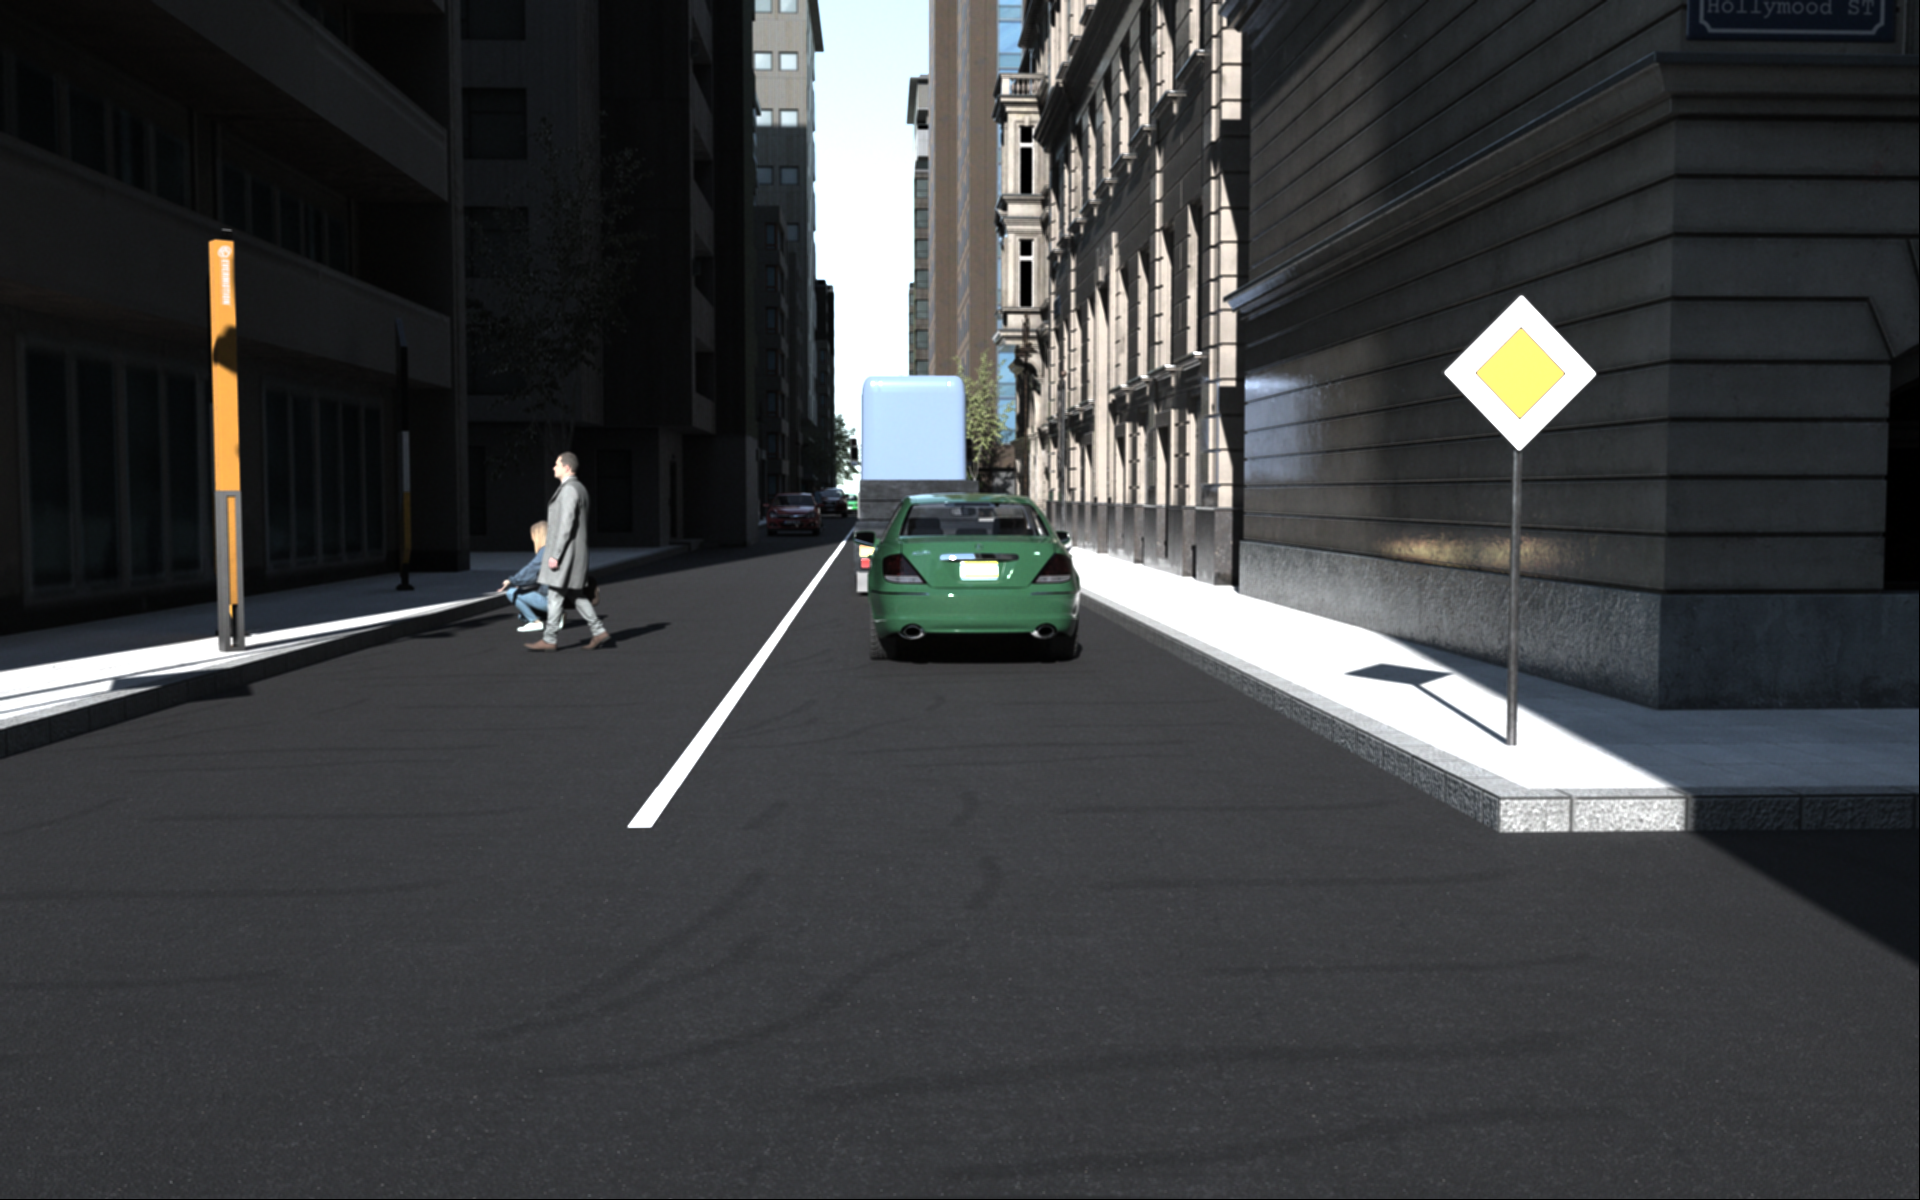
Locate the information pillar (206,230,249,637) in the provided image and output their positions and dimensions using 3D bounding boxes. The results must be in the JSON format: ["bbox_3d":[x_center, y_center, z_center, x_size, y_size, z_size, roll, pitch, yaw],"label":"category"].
[{"bbox_3d":[-6.636,-1.484,15.619,0.183,3.616,0.504,-3,5,-41],"label":"information pillar"}]

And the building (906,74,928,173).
[{"bbox_3d":[7.922,-38.302,215.470,28.713,52.752,27.495,0,4,-3],"label":"building"}]

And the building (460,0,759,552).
[{"bbox_3d":[-12.691,-16.625,43.520,14.160,30.474,14.107,0,4,-3],"label":"building"}]

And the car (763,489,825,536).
[{"bbox_3d":[-5.817,-3.165,60.784,2.155,1.783,4.494,0,4,-4],"label":"car"}]

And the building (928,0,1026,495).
[{"bbox_3d":[5.021,-28.373,114.014,14.600,45.320,14.200,0,4,-3],"label":"building"}]

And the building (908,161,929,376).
[{"bbox_3d":[2.909,-23.325,153.063,14.160,30.474,14.107,0,4,-3],"label":"building"}]

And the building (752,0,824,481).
[{"bbox_3d":[-28.686,-36.081,179.158,28.713,52.752,27.495,0,4,-3],"label":"building"}]

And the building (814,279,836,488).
[{"bbox_3d":[-23.794,-28.014,229.731,14.160,30.474,14.107,0,4,-3],"label":"building"}]

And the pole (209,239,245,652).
[{"bbox_3d":[-5.946,-1.235,14.044,0.158,3.312,0.155,0,3,0],"label":"pole"}]

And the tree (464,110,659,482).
[{"bbox_3d":[-7.766,-5.061,33.111,4.360,8.622,3.978,0,3,0],"label":"tree"}]

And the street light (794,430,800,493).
[{"bbox_3d":[-11.644,-9.263,124.244,0.468,5.910,1.993,0,4,-3],"label":"street light"}]

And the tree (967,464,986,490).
[{"bbox_3d":[0.298,-5.989,92.522,1.663,3.219,1.824,0,3,0],"label":"tree"}]

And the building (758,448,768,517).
[{"bbox_3d":[-21.009,-39.972,91.800,20.563,71.187,20.611,0,4,-3],"label":"building"}]

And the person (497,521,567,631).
[{"bbox_3d":[-4.515,-0.254,18.150,0.738,1.151,1.012,1,4,8],"label":"person"}]

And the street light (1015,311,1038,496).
[{"bbox_3d":[1.660,-4.342,43.784,0.468,5.910,1.993,0,4,-3],"label":"street light"}]

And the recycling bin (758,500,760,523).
[{"bbox_3d":[-9.321,-3.956,77.235,0.722,1.027,0.722,0,4,2],"label":"recycling bin"}]

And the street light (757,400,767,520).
[{"bbox_3d":[-9.766,-6.864,85.019,0.468,5.910,1.993,0,4,-3],"label":"street light"}]

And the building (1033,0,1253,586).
[{"bbox_3d":[8.616,-14.586,35.744,12.463,27.353,25.104,0,4,-3],"label":"building"}]

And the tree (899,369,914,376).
[{"bbox_3d":[-4.359,-15.815,168.940,12.009,13.543,11.850,0,3,0],"label":"tree"}]

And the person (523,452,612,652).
[{"bbox_3d":[-3.601,-0.442,15.833,0.767,1.812,0.694,0,3,0],"label":"person"}]

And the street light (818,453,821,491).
[{"bbox_3d":[-13.741,-11.968,168.457,0.468,5.910,1.993,0,4,-3],"label":"street light"}]

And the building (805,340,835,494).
[{"bbox_3d":[-29.306,-22.215,208.258,27.650,21.520,28.899,0,4,-3],"label":"building"}]

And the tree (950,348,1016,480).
[{"bbox_3d":[0.740,-8.429,88.176,4.737,8.622,4.395,0,3,0],"label":"tree"}]

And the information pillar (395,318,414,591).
[{"bbox_3d":[-7.390,-1.935,22.993,0.183,3.616,0.504,-2,4,-26],"label":"information pillar"}]

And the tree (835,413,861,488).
[{"bbox_3d":[-17.427,-19.839,242.487,7.486,12.596,7.792,0,3,0],"label":"tree"}]

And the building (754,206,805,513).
[{"bbox_3d":[-25.240,-16.687,117.879,27.650,21.520,28.899,0,4,-3],"label":"building"}]

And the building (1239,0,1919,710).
[{"bbox_3d":[20.808,-12.011,15.462,34.723,24.649,14.460,0,4,-3],"label":"building"}]

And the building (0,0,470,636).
[{"bbox_3d":[-18.437,-24.047,16.864,21.300,48.544,21.600,0,4,-3],"label":"building"}]

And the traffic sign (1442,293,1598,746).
[{"bbox_3d":[2.812,-0.314,8.776,0.795,2.450,0.064,0,4,-3],"label":"traffic sign"}]

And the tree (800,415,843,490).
[{"bbox_3d":[-13.144,-12.866,160.719,4.360,8.622,3.978,0,3,0],"label":"tree"}]

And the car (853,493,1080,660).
[{"bbox_3d":[0.048,-0.283,16.433,2.131,1.459,4.920,0,4,-3],"label":"car"}]

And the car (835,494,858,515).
[{"bbox_3d":[-7.835,-6.828,120.439,1.959,1.807,4.718,0,4,-5],"label":"car"}]

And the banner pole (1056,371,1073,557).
[{"bbox_3d":[2.042,-2.752,35.010,0.401,3.779,0.863,1,4,15],"label":"banner pole"}]

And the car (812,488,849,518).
[{"bbox_3d":[-7.996,-6.026,107.205,2.281,1.827,5.304,0,4,-2],"label":"car"}]

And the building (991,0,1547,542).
[{"bbox_3d":[8.542,-15.118,66.259,14.460,24.649,34.723,0,4,-3],"label":"building"}]

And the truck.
[{"bbox_3d":[-0.754,-2.681,33.588,2.967,4.110,18.799,0,4,-3],"label":"truck"}]

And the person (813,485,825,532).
[{"bbox_3d":[-5.251,-3.398,64.395,0.444,1.785,0.601,1,4,16],"label":"person"}]

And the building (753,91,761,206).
[{"bbox_3d":[-29.550,-27.624,143.531,32.217,40.220,23.993,0,4,-3],"label":"building"}]
